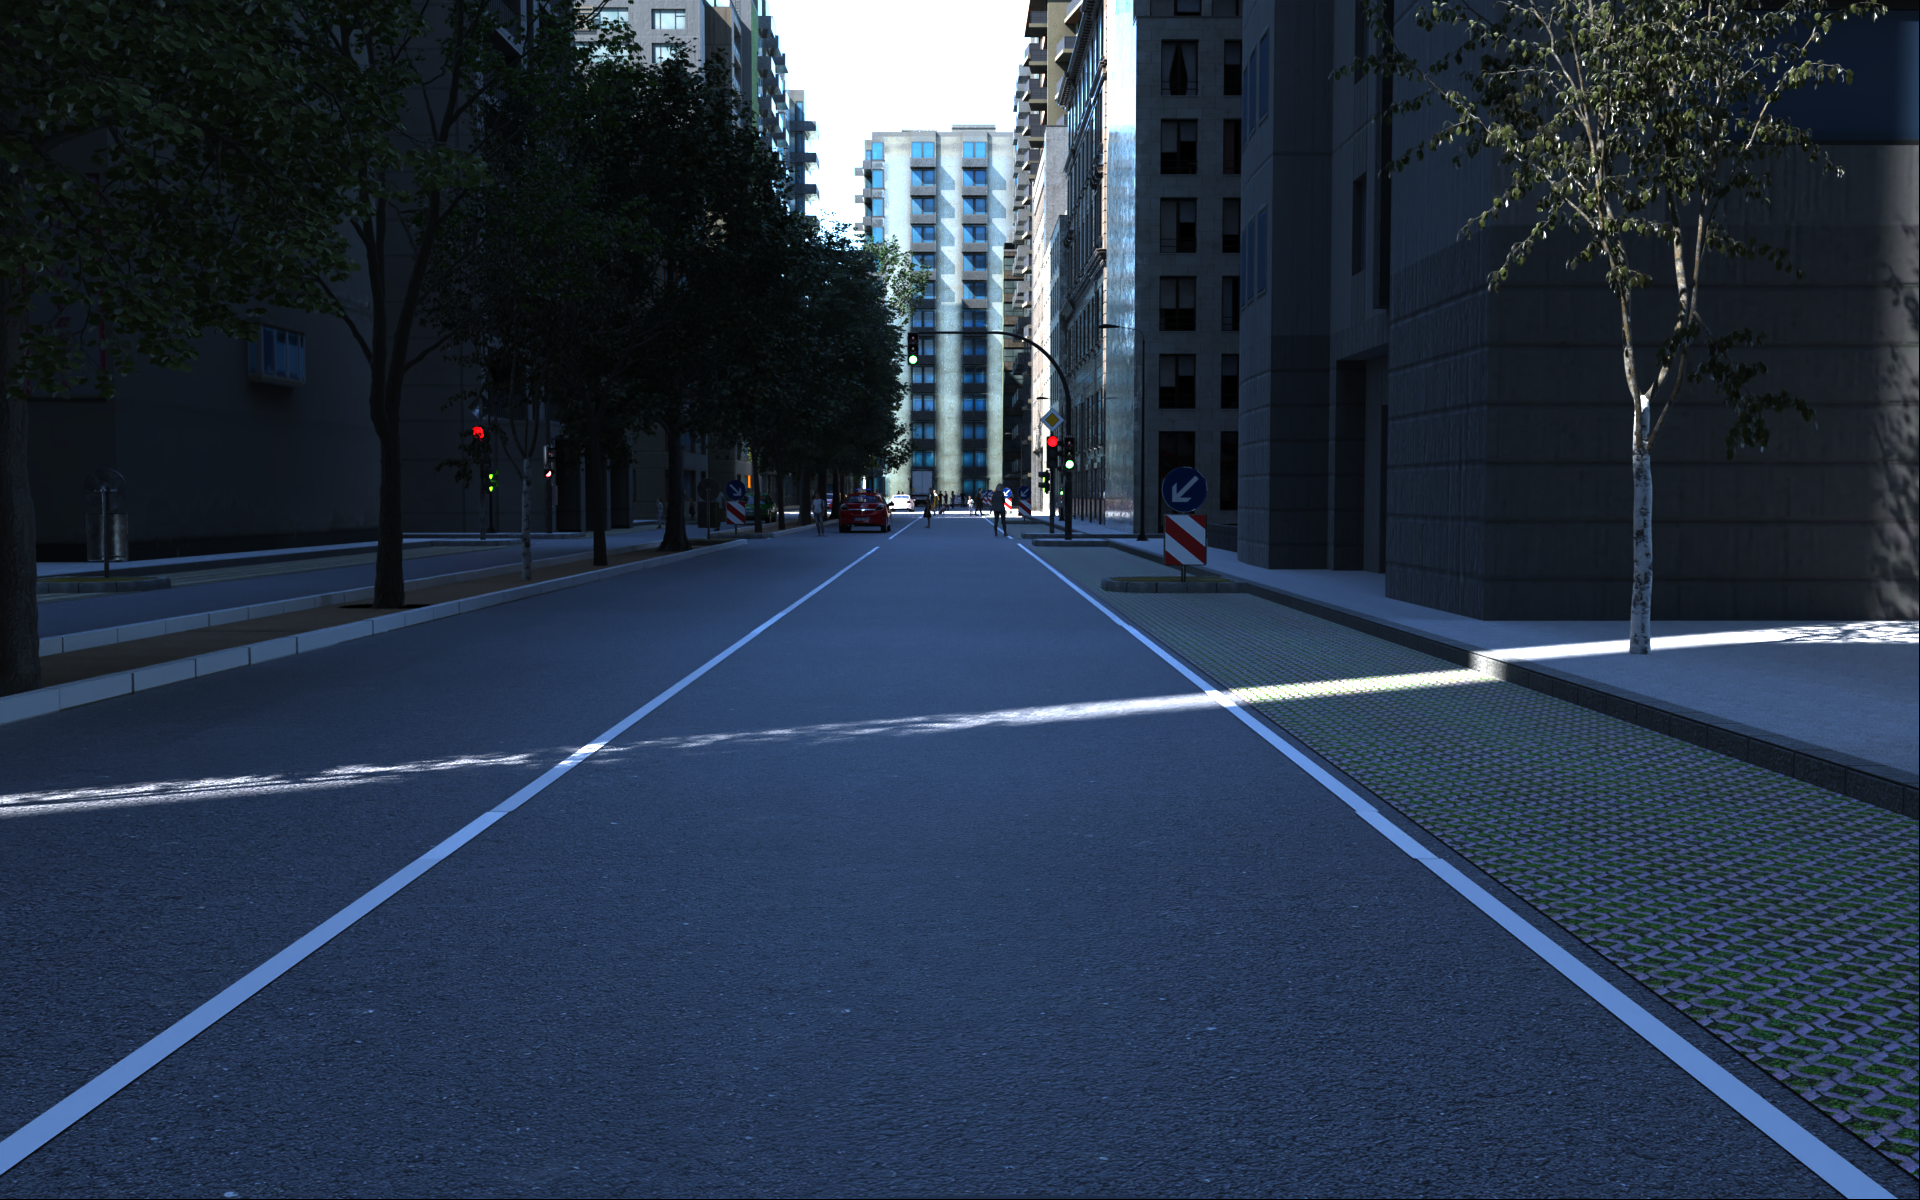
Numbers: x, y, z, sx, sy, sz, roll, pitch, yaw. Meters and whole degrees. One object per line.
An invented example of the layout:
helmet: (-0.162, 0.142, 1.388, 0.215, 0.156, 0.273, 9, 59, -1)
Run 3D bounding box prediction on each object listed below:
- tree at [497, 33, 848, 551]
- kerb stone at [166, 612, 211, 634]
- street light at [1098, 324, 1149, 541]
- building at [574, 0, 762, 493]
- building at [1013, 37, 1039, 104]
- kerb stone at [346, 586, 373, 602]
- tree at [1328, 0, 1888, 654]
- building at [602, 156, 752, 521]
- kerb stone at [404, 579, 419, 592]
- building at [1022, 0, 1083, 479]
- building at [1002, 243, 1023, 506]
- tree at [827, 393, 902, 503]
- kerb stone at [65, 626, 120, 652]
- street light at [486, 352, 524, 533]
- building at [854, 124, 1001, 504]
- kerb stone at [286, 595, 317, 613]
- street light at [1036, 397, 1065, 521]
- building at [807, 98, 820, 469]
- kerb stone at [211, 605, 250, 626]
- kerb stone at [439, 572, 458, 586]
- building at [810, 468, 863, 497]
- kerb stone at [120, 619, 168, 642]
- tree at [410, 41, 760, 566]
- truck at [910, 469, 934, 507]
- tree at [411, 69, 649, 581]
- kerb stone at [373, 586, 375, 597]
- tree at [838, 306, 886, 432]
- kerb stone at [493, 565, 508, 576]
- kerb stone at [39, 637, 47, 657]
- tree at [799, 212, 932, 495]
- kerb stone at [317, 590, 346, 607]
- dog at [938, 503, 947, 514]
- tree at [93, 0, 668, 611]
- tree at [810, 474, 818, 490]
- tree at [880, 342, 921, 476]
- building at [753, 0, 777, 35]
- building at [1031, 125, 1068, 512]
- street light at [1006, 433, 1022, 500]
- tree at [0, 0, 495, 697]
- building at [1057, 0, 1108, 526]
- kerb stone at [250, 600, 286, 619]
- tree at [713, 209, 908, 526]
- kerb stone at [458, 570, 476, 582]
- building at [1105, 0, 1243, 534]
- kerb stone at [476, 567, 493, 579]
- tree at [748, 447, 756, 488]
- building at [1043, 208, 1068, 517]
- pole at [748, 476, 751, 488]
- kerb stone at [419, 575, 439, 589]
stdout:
tree: (-7.127, -7.566, 43.174, 9.611, 12.733, 9.660, 0, 3, 0)
kerb stone: (-8.127, 0.251, 18.091, 0.120, 0.150, 1.000, 0, 4, 0)
street light: (4.473, -4.580, 47.432, 1.470, 5.913, 1.316, 0, 4, 0)
building: (-23.729, -27.799, 138.116, 14.154, 41.232, 14.086, 0, 4, 0)
building: (16.750, -34.112, 177.334, 23.786, 49.044, 30.456, 0, 4, 0)
kerb stone: (-8.131, -0.062, 23.215, 0.120, 0.150, 1.000, 0, 4, 0)
tree: (5.282, -3.863, 13.519, 4.360, 8.622, 3.978, 0, 3, 0)
building: (-27.583, -15.580, 99.774, 27.650, 21.520, 28.899, 0, 4, 0)
kerb stone: (-8.150, -0.188, 25.268, 0.120, 0.150, 1.000, 0, 4, 0)
building: (16.582, -30.134, 147.321, 22.147, 44.769, 28.867, 0, 4, 0)
building: (11.868, -26.209, 200.213, 14.160, 30.474, 14.107, 0, 4, 0)
tree: (-7.333, -11.384, 106.715, 7.486, 12.596, 7.792, 0, 3, 0)
kerb stone: (-8.110, 0.376, 16.047, 0.120, 0.150, 1.000, 0, 4, 0)
street light: (-14.805, -5.134, 56.481, 1.470, 5.913, 1.316, 0, 4, 0)
building: (1.691, -37.149, 226.996, 30.456, 49.044, 23.786, 0, 4, 0)
kerb stone: (-8.129, 0.064, 21.157, 0.120, 0.150, 1.000, 0, 4, 0)
street light: (4.347, -6.750, 82.895, 1.470, 5.913, 1.316, 0, 4, 0)
building: (-31.330, -35.195, 195.046, 30.456, 49.044, 23.786, 0, 4, 0)
kerb stone: (-8.123, 0.189, 19.113, 0.120, 0.150, 1.000, 0, 4, 0)
kerb stone: (-8.157, -0.313, 27.312, 0.120, 0.150, 1.000, 0, 4, 0)
building: (-27.992, -23.501, 229.276, 28.899, 21.520, 27.650, 0, 4, 0)
kerb stone: (-8.118, 0.314, 17.069, 0.120, 0.150, 1.000, 0, 4, 0)
tree: (-7.144, -5.974, 34.549, 8.767, 10.594, 7.601, 0, 4, 0)
truck: (-4.370, -12.842, 198.874, 2.839, 4.237, 11.283, 0, 4, -2)
tree: (-7.158, -4.631, 28.539, 4.360, 8.622, 3.978, 0, 3, 0)
kerb stone: (-8.139, -0.124, 24.242, 0.120, 0.150, 1.000, 0, 4, 0)
tree: (-6.949, -7.531, 59.996, 8.767, 10.594, 7.601, 0, 4, 0)
kerb stone: (-8.165, -0.501, 30.383, 0.120, 0.150, 1.000, 0, 4, 0)
kerb stone: (-8.107, 0.439, 15.025, 0.120, 0.150, 1.000, 0, 4, 0)
tree: (-8.622, -15.796, 116.608, 12.611, 20.169, 13.585, 0, 3, 0)
kerb stone: (-8.133, 0.001, 22.184, 0.120, 0.150, 1.000, 0, 4, 0)
dog: (-1.298, -6.445, 122.209, 0.513, 0.831, 0.800, -2, 4, -28)
tree: (-7.038, -5.688, 21.217, 9.928, 11.665, 9.643, 0, 3, 0)
tree: (-15.913, -14.089, 180.725, 4.360, 8.622, 3.978, 0, 3, 0)
tree: (-7.032, -10.920, 98.012, 9.611, 12.733, 9.660, 0, 3, 0)
building: (-27.604, -33.057, 160.093, 23.786, 49.044, 30.456, 0, 4, 0)
building: (11.468, -18.547, 121.270, 12.078, 24.808, 19.932, 0, 4, 0)
street light: (4.135, -9.730, 131.620, 1.470, 5.913, 1.316, 0, 4, 0)
tree: (-6.888, -5.616, 12.399, 7.486, 12.596, 7.792, 0, 3, 0)
building: (11.480, -17.408, 81.887, 12.463, 27.353, 25.104, 0, 4, 0)
kerb stone: (-8.124, 0.126, 20.135, 0.120, 0.150, 1.000, 0, 4, 0)
tree: (-7.063, -10.343, 78.220, 9.857, 13.997, 8.962, 0, 3, 0)
kerb stone: (-8.157, -0.376, 28.339, 0.120, 0.150, 1.000, 0, 4, 0)
building: (13.996, -12.593, 60.641, 16.860, 20.320, 10.420, 0, 4, 0)
kerb stone: (-8.154, -0.435, 29.361, 0.120, 0.150, 1.000, 0, 4, 0)
tree: (-16.617, -10.885, 128.335, 4.737, 8.622, 4.395, 0, 3, 0)
building: (10.579, -15.186, 103.041, 10.420, 20.320, 16.860, 0, 4, 0)
pole: (-15.201, -8.030, 125.140, 0.158, 3.312, 0.155, 0, 3, 0)
kerb stone: (-8.150, -0.246, 26.290, 0.120, 0.150, 1.000, 0, 4, 0)
